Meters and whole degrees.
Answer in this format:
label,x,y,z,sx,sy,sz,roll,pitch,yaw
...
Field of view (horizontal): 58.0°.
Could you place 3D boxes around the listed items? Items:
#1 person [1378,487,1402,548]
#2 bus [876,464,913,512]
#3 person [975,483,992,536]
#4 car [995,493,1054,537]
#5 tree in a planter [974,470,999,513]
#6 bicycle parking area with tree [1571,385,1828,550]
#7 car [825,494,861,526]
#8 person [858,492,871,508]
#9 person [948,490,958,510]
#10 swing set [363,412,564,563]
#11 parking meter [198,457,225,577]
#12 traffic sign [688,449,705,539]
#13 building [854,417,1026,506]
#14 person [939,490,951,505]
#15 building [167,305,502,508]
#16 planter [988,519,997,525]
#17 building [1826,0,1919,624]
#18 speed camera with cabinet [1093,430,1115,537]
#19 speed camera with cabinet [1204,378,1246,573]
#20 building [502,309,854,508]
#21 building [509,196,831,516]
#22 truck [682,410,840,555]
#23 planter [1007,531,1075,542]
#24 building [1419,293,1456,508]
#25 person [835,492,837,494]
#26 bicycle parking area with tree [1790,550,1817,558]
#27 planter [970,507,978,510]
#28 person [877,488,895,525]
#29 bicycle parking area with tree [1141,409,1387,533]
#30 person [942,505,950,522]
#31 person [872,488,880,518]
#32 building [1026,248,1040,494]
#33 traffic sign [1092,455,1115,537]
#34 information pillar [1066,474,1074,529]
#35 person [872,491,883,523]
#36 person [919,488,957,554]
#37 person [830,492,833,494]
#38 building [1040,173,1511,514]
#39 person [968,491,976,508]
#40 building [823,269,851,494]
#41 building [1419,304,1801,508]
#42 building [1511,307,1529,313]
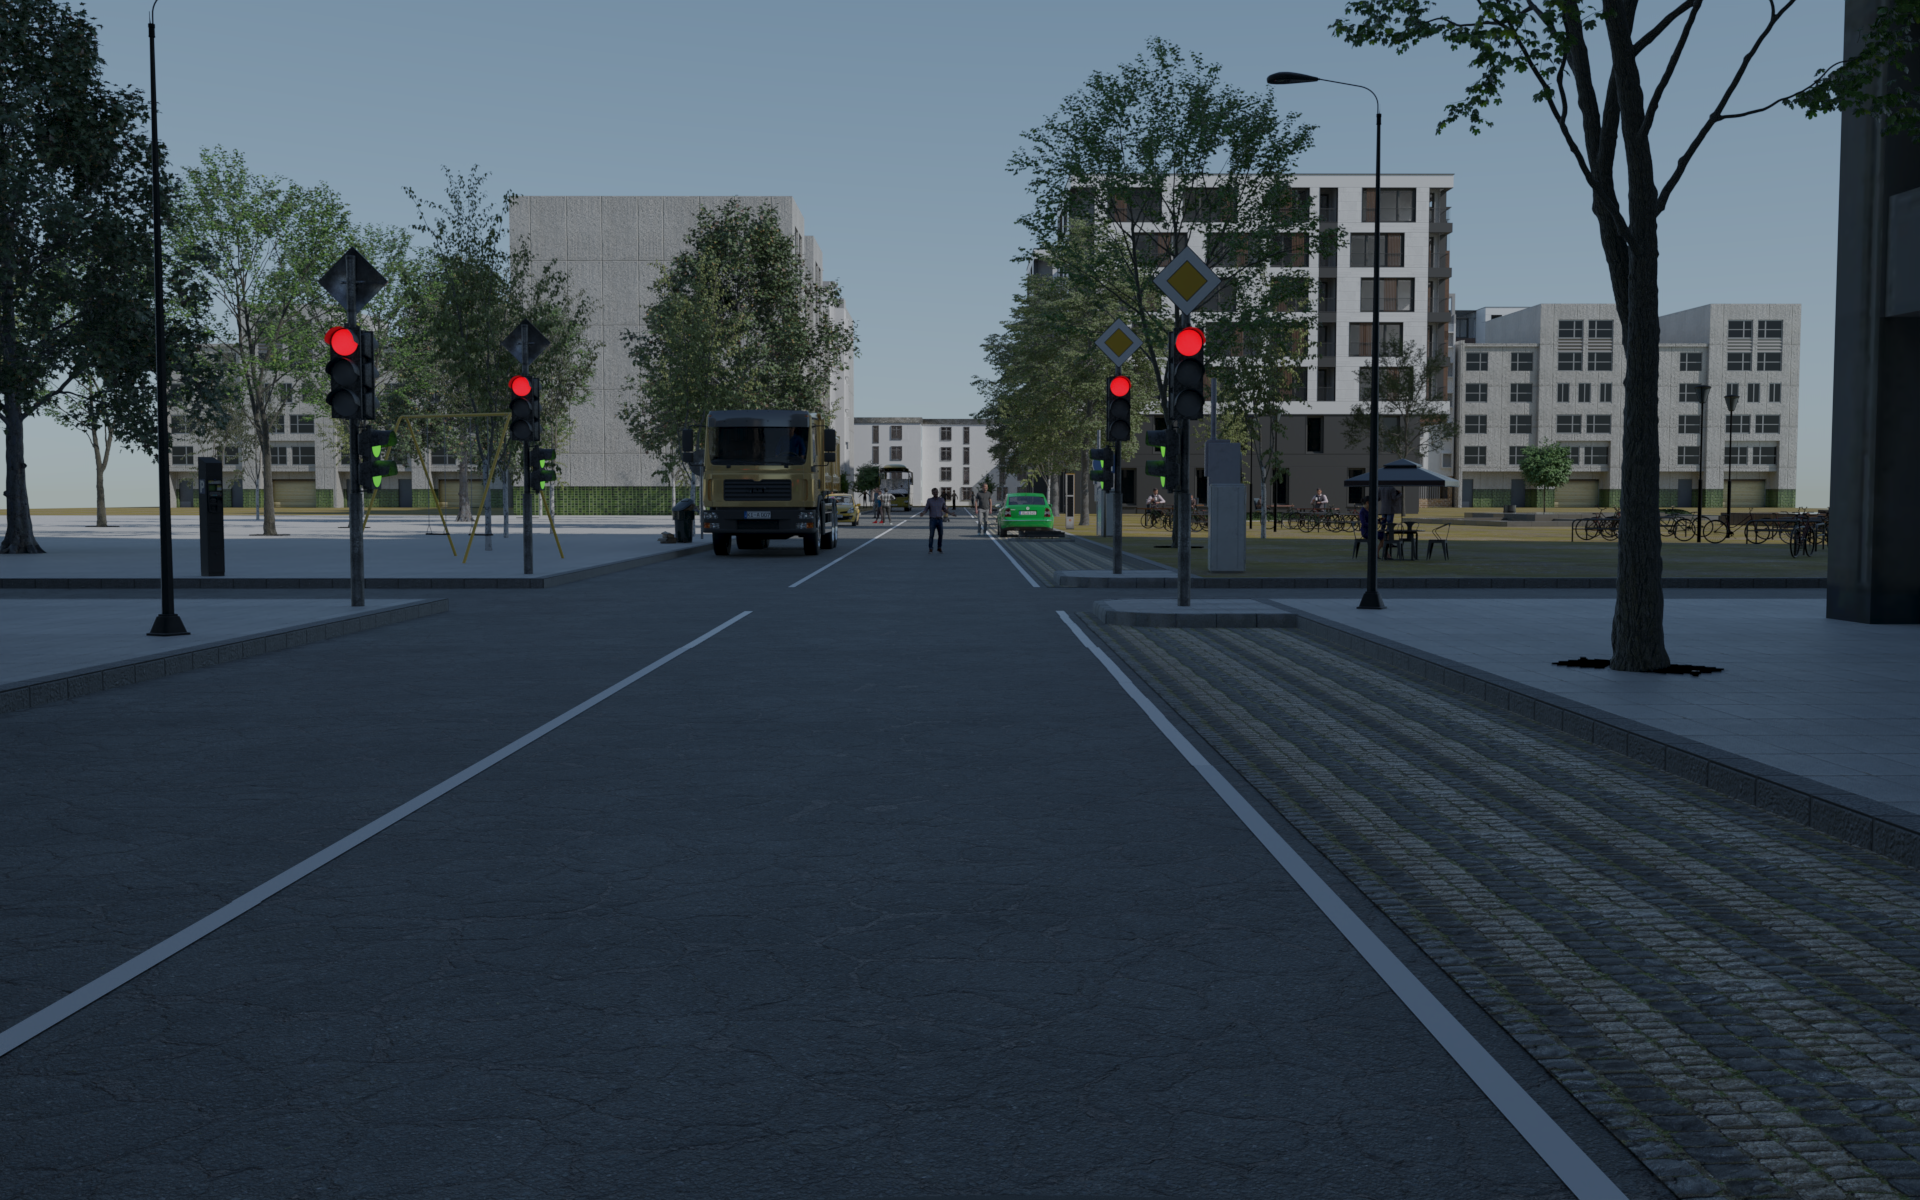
label,x,y,z,sx,sy,sz,roll,pitch,yaw
person,10.315,-2.122,41.565,0.431,1.722,0.655,-2,4,-27
bus,-5.332,-9.414,145.470,2.896,3.916,12.252,0,3,0
person,0.810,-3.137,59.919,0.598,1.807,0.434,0,4,-3
car,2.182,-3.051,58.676,1.959,1.807,4.718,0,4,-1
tree in a planter,2.065,-8.095,129.579,1.991,3.239,1.994,0,4,0
bicycle parking area with tree,21.037,-3.720,47.822,8.231,4.147,9.016,-3,5,-45
car,-5.479,-4.174,78.473,2.015,1.641,3.980,0,4,-1
person,-8.584,-9.116,155.920,1.217,1.723,0.721,1,4,16
person,-0.565,-9.007,155.771,0.705,1.823,1.348,-3,4,-38
swing set,-9.710,-2.215,33.836,3.119,2.851,2.862,2,4,27
parking meter,-11.686,-1.305,27.040,0.255,1.863,0.399,-3,5,-44
traffic sign,-7.337,-3.002,49.185,0.768,2.556,0.104,0,4,3
building,-4.246,-15.380,193.612,28.070,9.664,9.099,0,4,0
person,-1.395,-8.681,150.464,1.348,1.821,0.705,1,4,23
building,-58.433,-18.523,169.312,31.486,18.905,16.747,0,4,0
planter,2.301,-3.567,79.456,1.991,0.319,1.994,0,4,0
building,19.651,-23.382,5.992,21.300,48.544,21.600,0,4,0
speed camera with cabinet,4.487,-3.577,52.822,0.660,3.252,2.038,0,4,-2
speed camera with cabinet,4.445,-2.116,28.933,0.660,3.252,2.038,0,4,6
building,-26.557,-18.485,168.685,31.486,18.905,16.747,0,4,0
building,-18.383,-15.431,118.748,16.747,18.905,31.486,0,4,0
truck,-4.540,-2.861,42.697,3.469,3.379,9.791,0,4,0
planter,2.430,-1.919,52.513,1.991,0.319,1.994,0,4,0
building,40.734,-19.164,169.744,11.380,20.091,16.016,0,4,0
person,-9.333,-7.428,130.746,1.065,1.426,0.557,2,4,30
bicycle parking area with tree,21.485,-2.977,35.680,8.231,4.147,9.016,3,5,45
planter,1.922,-8.286,156.611,1.991,0.319,1.994,0,4,0
person,-3.448,-4.382,80.868,0.841,1.734,0.376,0,4,2
bicycle parking area with tree,10.511,-4.525,60.993,9.016,4.147,8.231,1,4,14
person,-0.809,-4.422,88.722,0.347,0.859,0.695,2,4,35
person,-4.929,-5.723,102.192,0.434,1.807,0.598,-3,5,-44
building,19.974,-19.349,160.328,27.936,21.610,32.646,0,4,0
traffic sign,4.284,-3.121,51.131,0.768,2.556,0.104,0,4,3
information pillar,3.989,-3.568,62.824,0.304,2.012,0.304,0,4,0
person,-3.957,-4.552,84.800,0.662,1.594,0.647,-2,4,-31
person,-0.585,-1.911,41.700,0.963,1.587,0.435,-2,4,-25
person,-8.510,-6.505,115.621,0.599,1.433,0.991,3,5,45
building,20.864,-17.307,126.948,27.936,21.610,32.646,0,4,0
person,1.212,-10.039,173.351,0.721,1.735,1.217,-3,5,-40
building,-17.668,-18.066,151.794,16.016,20.091,11.380,0,4,0
building,62.170,-18.522,169.289,31.486,18.905,16.747,0,4,0
building,54.893,-21.950,202.862,32.646,21.610,27.936,0,4,0
